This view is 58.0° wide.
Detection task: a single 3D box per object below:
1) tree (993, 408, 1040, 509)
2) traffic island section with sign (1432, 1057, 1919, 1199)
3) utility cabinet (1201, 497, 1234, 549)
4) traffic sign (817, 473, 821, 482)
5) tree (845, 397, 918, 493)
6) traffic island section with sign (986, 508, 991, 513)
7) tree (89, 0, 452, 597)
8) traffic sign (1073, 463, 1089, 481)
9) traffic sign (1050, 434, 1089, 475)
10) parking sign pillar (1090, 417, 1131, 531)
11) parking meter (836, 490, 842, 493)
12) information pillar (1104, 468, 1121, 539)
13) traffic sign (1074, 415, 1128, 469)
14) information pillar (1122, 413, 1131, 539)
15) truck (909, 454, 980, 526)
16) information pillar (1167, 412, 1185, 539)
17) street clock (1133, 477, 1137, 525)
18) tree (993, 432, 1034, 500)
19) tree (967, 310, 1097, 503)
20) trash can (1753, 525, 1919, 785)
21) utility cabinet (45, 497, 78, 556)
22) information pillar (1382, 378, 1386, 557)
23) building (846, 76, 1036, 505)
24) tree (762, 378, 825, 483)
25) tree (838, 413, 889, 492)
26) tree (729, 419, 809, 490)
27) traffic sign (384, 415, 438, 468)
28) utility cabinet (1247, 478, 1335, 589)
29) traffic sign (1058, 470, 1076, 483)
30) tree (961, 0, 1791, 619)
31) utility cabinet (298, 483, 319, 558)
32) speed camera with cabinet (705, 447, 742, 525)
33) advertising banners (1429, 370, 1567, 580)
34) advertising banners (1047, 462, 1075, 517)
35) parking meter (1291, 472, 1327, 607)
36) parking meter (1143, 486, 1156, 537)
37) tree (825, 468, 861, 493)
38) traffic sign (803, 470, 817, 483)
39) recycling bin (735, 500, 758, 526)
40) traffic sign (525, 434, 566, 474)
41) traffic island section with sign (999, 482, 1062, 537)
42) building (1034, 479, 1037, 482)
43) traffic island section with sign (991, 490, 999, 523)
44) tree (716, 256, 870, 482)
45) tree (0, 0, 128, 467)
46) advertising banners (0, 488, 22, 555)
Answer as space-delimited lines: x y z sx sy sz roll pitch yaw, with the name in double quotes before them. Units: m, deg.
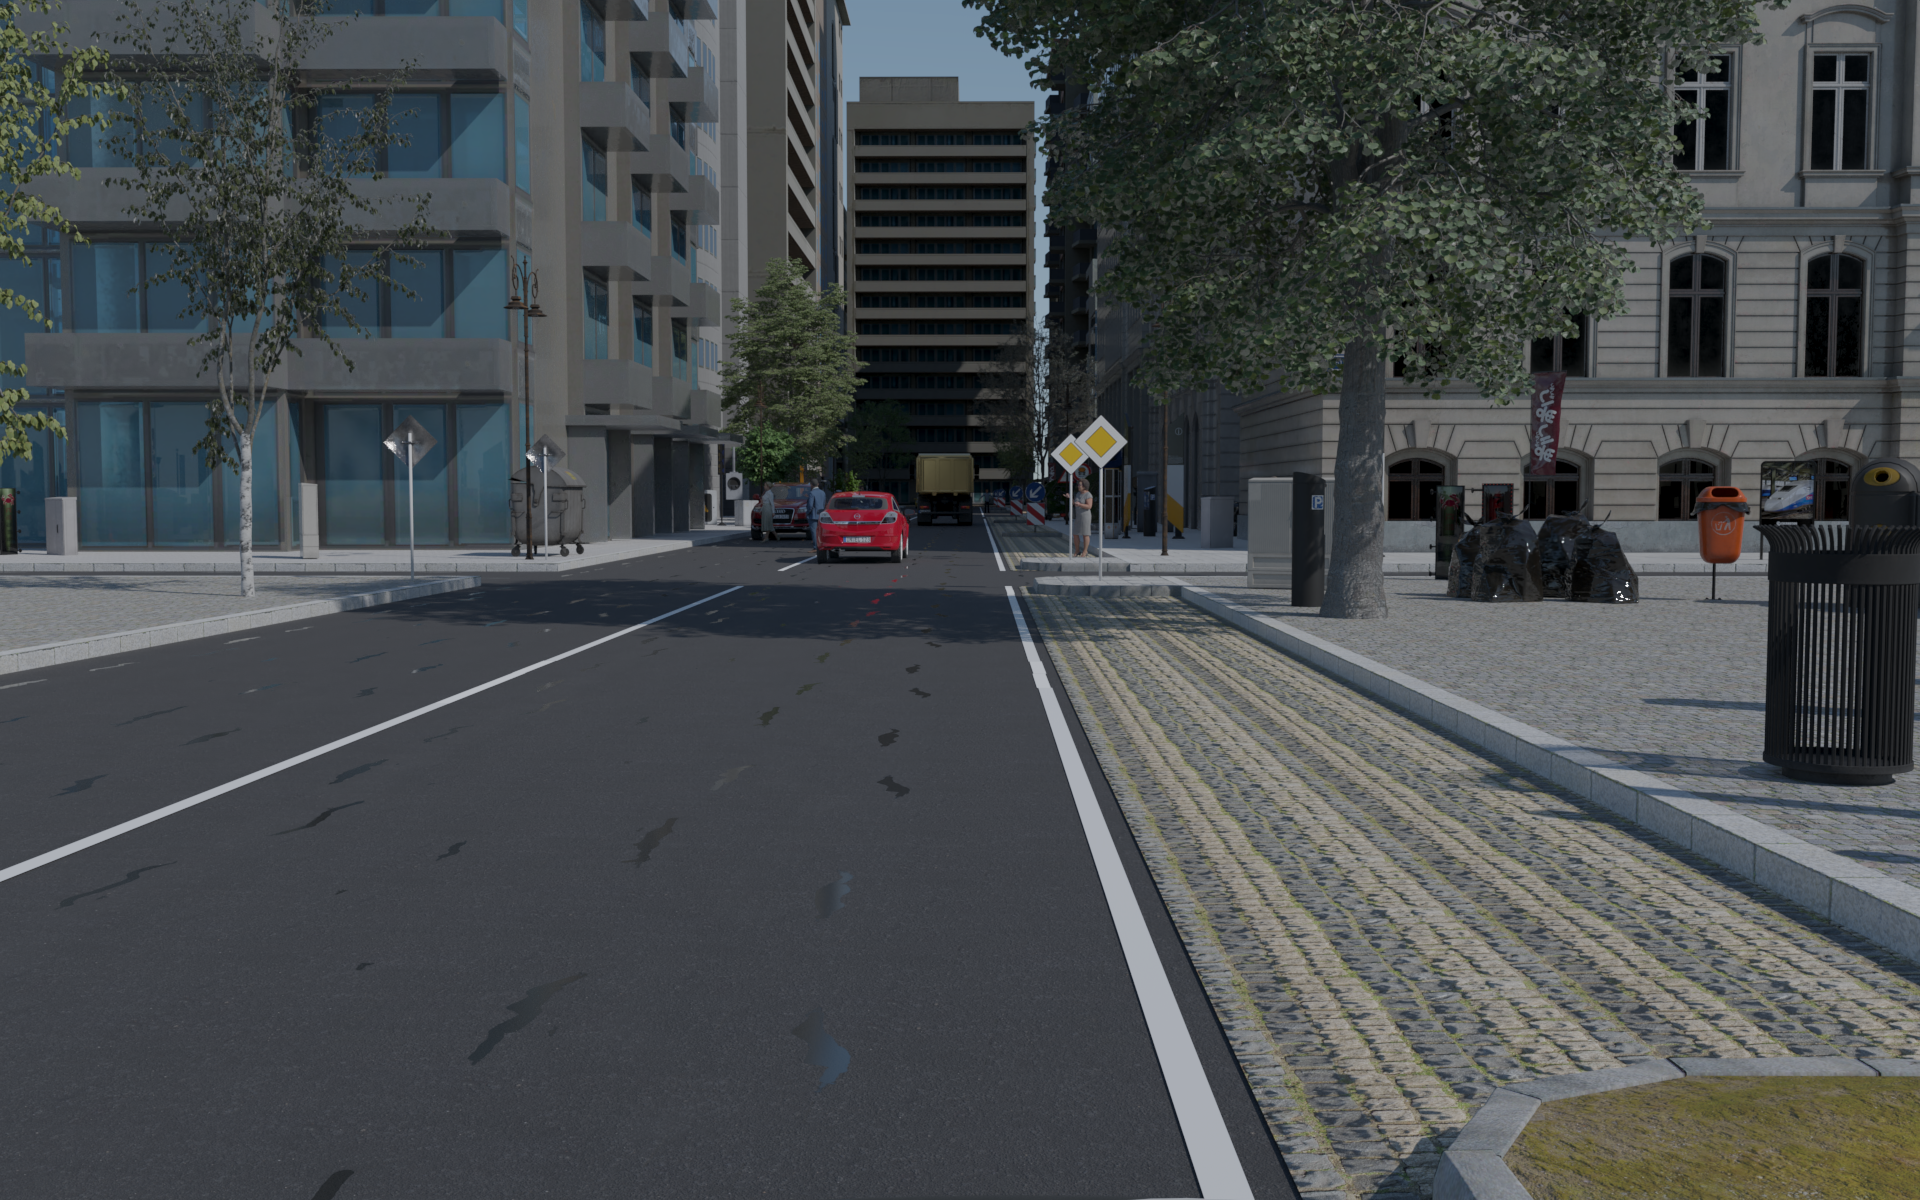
"tree" 5.006 -12.430 153.591 4.737 8.622 4.395 0 3 0
"traffic island section with sign" 1.911 0.351 2.892 1.989 1.847 2.006 0 4 1
"utility cabinet" 6.116 -1.837 41.200 0.306 1.237 1.020 3 5 41
"traffic sign" -8.306 -6.050 99.021 0.768 2.556 0.104 0 4 8
"tree" -8.385 -15.923 186.099 9.928 11.665 9.643 0 3 0
"traffic island section with sign" 3.104 -7.745 135.257 1.989 1.847 2.006 0 4 1
"tree" -8.829 -4.363 21.694 4.360 8.622 3.978 0 3 0
"traffic sign" 4.954 -4.297 70.359 0.768 2.556 0.104 1 4 9
"traffic sign" 2.158 -1.910 33.424 0.795 2.593 0.064 0 4 1
"parking sign pillar" 5.322 -4.440 61.058 1.447 3.967 1.447 -2 4 -30
"parking meter" -7.344 -5.918 105.166 0.372 1.533 0.369 0 3 0
"information pillar" 4.317 -2.742 49.317 0.304 2.012 0.304 2 4 35
"traffic sign" 2.087 -1.422 25.440 0.795 2.593 0.064 0 4 1
"information pillar" 4.815 -3.578 49.850 0.183 3.616 0.504 0 4 -8
"truck" -0.728 -5.250 81.761 3.469 3.379 9.791 0 4 -1
"information pillar" 6.176 -3.556 49.495 0.504 3.616 0.183 1 4 19
"street clock" 7.310 -4.102 71.639 0.471 2.002 0.358 1 4 18
"tree" 5.462 -13.603 172.770 4.360 8.622 3.978 0 3 0
"tree" 5.491 -12.556 115.654 12.009 13.543 11.850 0 3 0
"trash can" 3.971 0.235 7.813 0.748 1.137 0.748 0 3 0
"utility cabinet" -18.944 -1.549 36.494 1.020 1.237 0.306 3 5 44
"information pillar" 8.385 -2.680 35.171 0.504 3.616 0.183 2 4 26
"building" -2.083 -35.552 204.980 21.600 48.544 21.300 0 4 1
"tree" -8.867 -8.893 95.768 4.360 8.622 3.978 0 3 0
"tree" -8.615 -12.561 155.736 4.737 8.622 4.395 0 3 0
"tree" -8.318 -5.623 75.655 4.285 4.588 4.351 0 3 0
"traffic sign" -8.107 -1.429 25.551 0.795 2.593 0.064 0 4 1
"utility cabinet" 4.477 -0.893 23.280 1.173 1.500 0.318 1 4 23
"traffic sign" 5.024 -4.974 81.329 0.884 2.594 0.081 0 4 2
"tree" 4.113 -6.797 17.783 9.857 13.997 8.962 0 3 0
"utility cabinet" -13.003 -1.585 34.600 0.318 1.500 1.173 -2 4 -24
"speed camera with cabinet" -10.157 -4.783 72.532 2.038 3.252 0.660 -1 4 -9
"advertising banners" 7.825 -1.779 25.272 2.074 3.025 0.090 3 5 44
"advertising banners" 5.748 -6.076 95.533 2.074 3.025 0.090 2 4 28
"parking meter" 3.978 -0.695 19.767 0.372 1.533 0.369 0 3 0
"parking meter" 5.731 -2.686 52.333 0.372 1.533 0.369 0 3 0
"tree" -8.061 -7.458 116.545 1.663 3.219 1.824 0 3 0
"traffic sign" -7.906 -5.555 90.936 0.768 2.556 0.104 0 4 6
"recycling bin" -8.501 -3.451 68.984 0.722 1.027 0.722 -3 4 -37
"traffic sign" -8.035 -1.917 33.535 0.795 2.593 0.064 0 4 1
"traffic island section with sign" 2.400 -3.026 58.105 1.989 1.847 2.006 0 4 1
"building" 23.154 -33.680 205.286 28.867 44.769 22.147 0 4 1
"traffic island section with sign" 2.647 -4.682 85.185 1.989 1.847 2.006 0 4 1
"tree" -8.209 -10.124 83.647 7.486 12.596 7.792 0 3 0
"tree" -9.745 -4.018 16.055 4.737 8.622 4.395 0 3 0
"advertising banners" -20.232 -2.418 35.727 0.090 3.025 2.074 1 4 15
